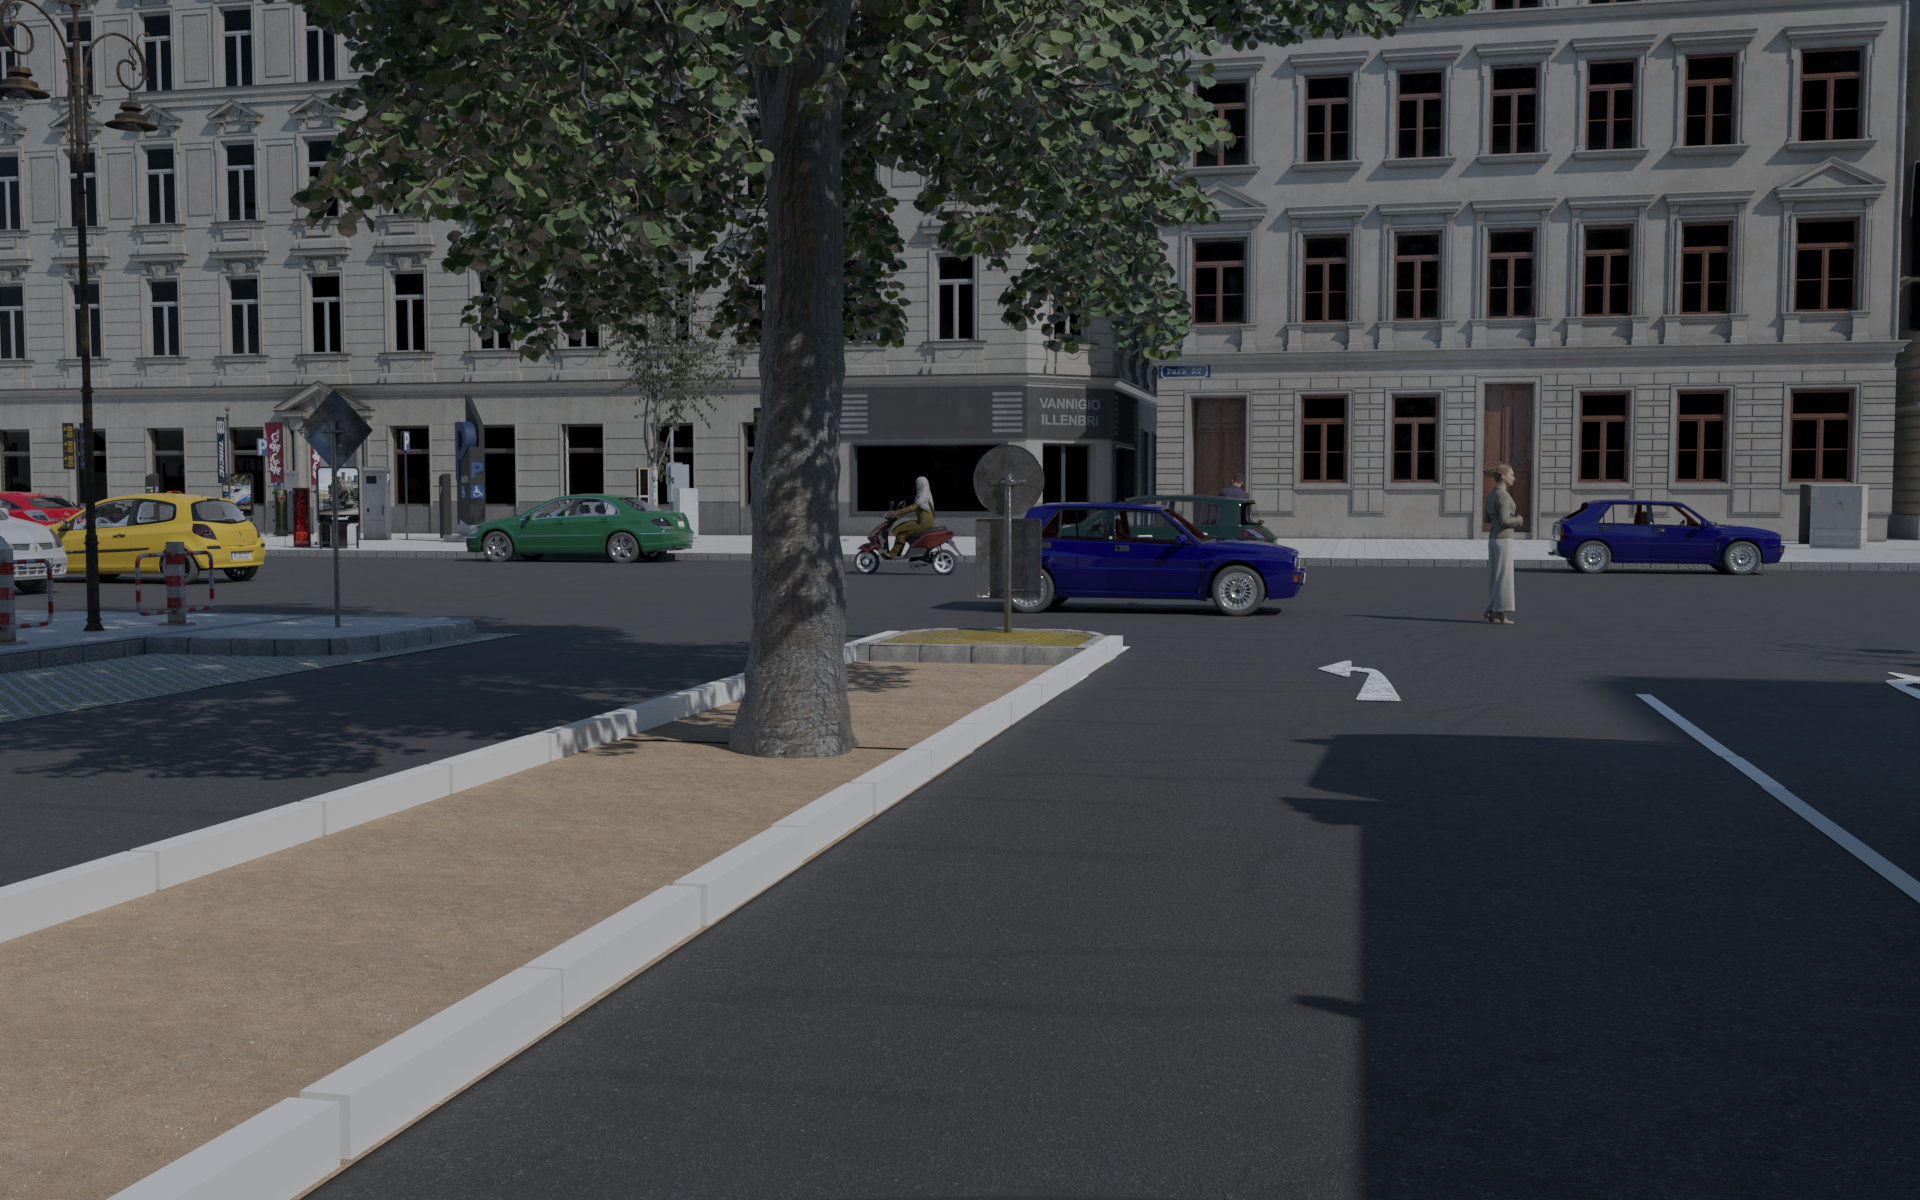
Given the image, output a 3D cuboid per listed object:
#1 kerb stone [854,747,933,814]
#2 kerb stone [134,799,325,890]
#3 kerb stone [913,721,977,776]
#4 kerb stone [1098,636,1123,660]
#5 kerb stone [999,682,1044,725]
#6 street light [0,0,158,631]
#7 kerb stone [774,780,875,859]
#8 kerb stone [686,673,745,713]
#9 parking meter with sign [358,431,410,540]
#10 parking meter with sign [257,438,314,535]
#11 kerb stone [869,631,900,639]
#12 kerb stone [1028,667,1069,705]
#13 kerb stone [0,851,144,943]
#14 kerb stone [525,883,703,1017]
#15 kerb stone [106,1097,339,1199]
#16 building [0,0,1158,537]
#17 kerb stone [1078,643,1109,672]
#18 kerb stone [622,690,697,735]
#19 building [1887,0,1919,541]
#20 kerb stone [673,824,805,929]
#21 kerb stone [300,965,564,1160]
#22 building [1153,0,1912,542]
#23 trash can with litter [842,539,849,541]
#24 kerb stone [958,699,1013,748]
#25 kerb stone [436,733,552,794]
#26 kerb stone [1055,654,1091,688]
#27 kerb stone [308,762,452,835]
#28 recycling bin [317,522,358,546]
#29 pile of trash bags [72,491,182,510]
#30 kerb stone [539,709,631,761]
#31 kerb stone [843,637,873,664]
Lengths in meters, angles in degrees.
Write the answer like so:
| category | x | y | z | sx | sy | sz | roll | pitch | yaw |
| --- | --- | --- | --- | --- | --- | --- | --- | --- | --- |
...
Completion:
| category | x | y | z | sx | sy | sz | roll | pitch | yaw |
| --- | --- | --- | --- | --- | --- | --- | --- | --- | --- |
| kerb stone | -0.318 | 0.856 | 8.198 | 0.120 | 0.150 | 1.000 | 1 | 4 | 13 |
| kerb stone | -2.821 | 0.946 | 6.721 | 0.120 | 0.150 | 1.000 | 1 | 4 | 13 |
| kerb stone | -0.088 | 0.796 | 9.198 | 0.120 | 0.150 | 1.000 | 1 | 4 | 13 |
| kerb stone | 1.302 | 0.428 | 15.199 | 0.120 | 0.150 | 1.000 | 1 | 4 | 13 |
| kerb stone | 0.375 | 0.677 | 11.203 | 0.120 | 0.150 | 1.000 | 1 | 4 | 13 |
| street light | -8.126 | -2.648 | 16.075 | 0.468 | 5.910 | 1.993 | 1 | 4 | 13 |
| kerb stone | -0.559 | 0.919 | 7.202 | 0.120 | 0.150 | 1.000 | 1 | 4 | 13 |
| kerb stone | -1.652 | 0.640 | 11.730 | 0.120 | 0.150 | 1.000 | 1 | 4 | 13 |
| parking meter with sign | -16.241 | -3.175 | 48.179 | 1.738 | 3.016 | 0.543 | 0 | 4 | -1 |
| parking meter with sign | -21.317 | -3.583 | 54.850 | 0.543 | 3.016 | 1.738 | 2 | 4 | 30 |
| kerb stone | -0.728 | 0.395 | 15.729 | 0.120 | 0.150 | 1.000 | 1 | 4 | 13 |
| kerb stone | 0.610 | 0.611 | 12.200 | 0.120 | 0.150 | 1.000 | 1 | 4 | 13 |
| kerb stone | -3.050 | 1.008 | 5.723 | 0.120 | 0.150 | 1.000 | 1 | 4 | 13 |
| kerb stone | -1.022 | 1.045 | 5.205 | 0.120 | 0.150 | 1.000 | 1 | 4 | 13 |
| kerb stone | -1.483 | 1.163 | 3.189 | 0.120 | 0.150 | 1.000 | 1 | 4 | 13 |
| building | -14.951 | -17.503 | 62.588 | 44.131 | 29.872 | 17.030 | 1 | 4 | 13 |
| kerb stone | 1.070 | 0.493 | 14.198 | 0.120 | 0.150 | 1.000 | 1 | 4 | 13 |
| kerb stone | -1.889 | 0.705 | 10.731 | 0.120 | 0.150 | 1.000 | 1 | 4 | 13 |
| building | 44.085 | -14.015 | 48.224 | 34.723 | 24.649 | 14.460 | 1 | 4 | 13 |
| kerb stone | -0.777 | 0.980 | 6.201 | 0.120 | 0.150 | 1.000 | 1 | 4 | 13 |
| kerb stone | -1.247 | 1.101 | 4.198 | 0.120 | 0.150 | 1.000 | 1 | 4 | 13 |
| building | 16.423 | -13.242 | 52.661 | 21.152 | 22.565 | 11.583 | 1 | 4 | 13 |
| trash can with litter | -3.795 | -2.187 | 46.813 | 2.233 | 1.210 | 1.678 | -3 | 5 | -40 |
| kerb stone | 0.139 | 0.734 | 10.197 | 0.120 | 0.150 | 1.000 | 1 | 4 | 13 |
| kerb stone | -2.354 | 0.824 | 8.723 | 0.120 | 0.150 | 1.000 | 1 | 4 | 13 |
| kerb stone | 0.842 | 0.550 | 13.198 | 0.120 | 0.150 | 1.000 | 1 | 4 | 13 |
| kerb stone | -2.587 | 0.885 | 7.719 | 0.120 | 0.150 | 1.000 | 1 | 4 | 13 |
| recycling bin | -15.552 | -1.879 | 43.273 | 0.722 | 1.027 | 0.722 | 2 | 4 | 34 |
| pile of trash bags | -25.686 | -2.674 | 53.480 | 1.912 | 1.369 | 3.447 | 3 | 5 | 42 |
| kerb stone | -2.122 | 0.766 | 9.727 | 0.120 | 0.150 | 1.000 | 1 | 4 | 13 |
| kerb stone | -0.957 | 0.457 | 14.725 | 0.120 | 0.150 | 1.000 | 1 | 4 | 13 |
